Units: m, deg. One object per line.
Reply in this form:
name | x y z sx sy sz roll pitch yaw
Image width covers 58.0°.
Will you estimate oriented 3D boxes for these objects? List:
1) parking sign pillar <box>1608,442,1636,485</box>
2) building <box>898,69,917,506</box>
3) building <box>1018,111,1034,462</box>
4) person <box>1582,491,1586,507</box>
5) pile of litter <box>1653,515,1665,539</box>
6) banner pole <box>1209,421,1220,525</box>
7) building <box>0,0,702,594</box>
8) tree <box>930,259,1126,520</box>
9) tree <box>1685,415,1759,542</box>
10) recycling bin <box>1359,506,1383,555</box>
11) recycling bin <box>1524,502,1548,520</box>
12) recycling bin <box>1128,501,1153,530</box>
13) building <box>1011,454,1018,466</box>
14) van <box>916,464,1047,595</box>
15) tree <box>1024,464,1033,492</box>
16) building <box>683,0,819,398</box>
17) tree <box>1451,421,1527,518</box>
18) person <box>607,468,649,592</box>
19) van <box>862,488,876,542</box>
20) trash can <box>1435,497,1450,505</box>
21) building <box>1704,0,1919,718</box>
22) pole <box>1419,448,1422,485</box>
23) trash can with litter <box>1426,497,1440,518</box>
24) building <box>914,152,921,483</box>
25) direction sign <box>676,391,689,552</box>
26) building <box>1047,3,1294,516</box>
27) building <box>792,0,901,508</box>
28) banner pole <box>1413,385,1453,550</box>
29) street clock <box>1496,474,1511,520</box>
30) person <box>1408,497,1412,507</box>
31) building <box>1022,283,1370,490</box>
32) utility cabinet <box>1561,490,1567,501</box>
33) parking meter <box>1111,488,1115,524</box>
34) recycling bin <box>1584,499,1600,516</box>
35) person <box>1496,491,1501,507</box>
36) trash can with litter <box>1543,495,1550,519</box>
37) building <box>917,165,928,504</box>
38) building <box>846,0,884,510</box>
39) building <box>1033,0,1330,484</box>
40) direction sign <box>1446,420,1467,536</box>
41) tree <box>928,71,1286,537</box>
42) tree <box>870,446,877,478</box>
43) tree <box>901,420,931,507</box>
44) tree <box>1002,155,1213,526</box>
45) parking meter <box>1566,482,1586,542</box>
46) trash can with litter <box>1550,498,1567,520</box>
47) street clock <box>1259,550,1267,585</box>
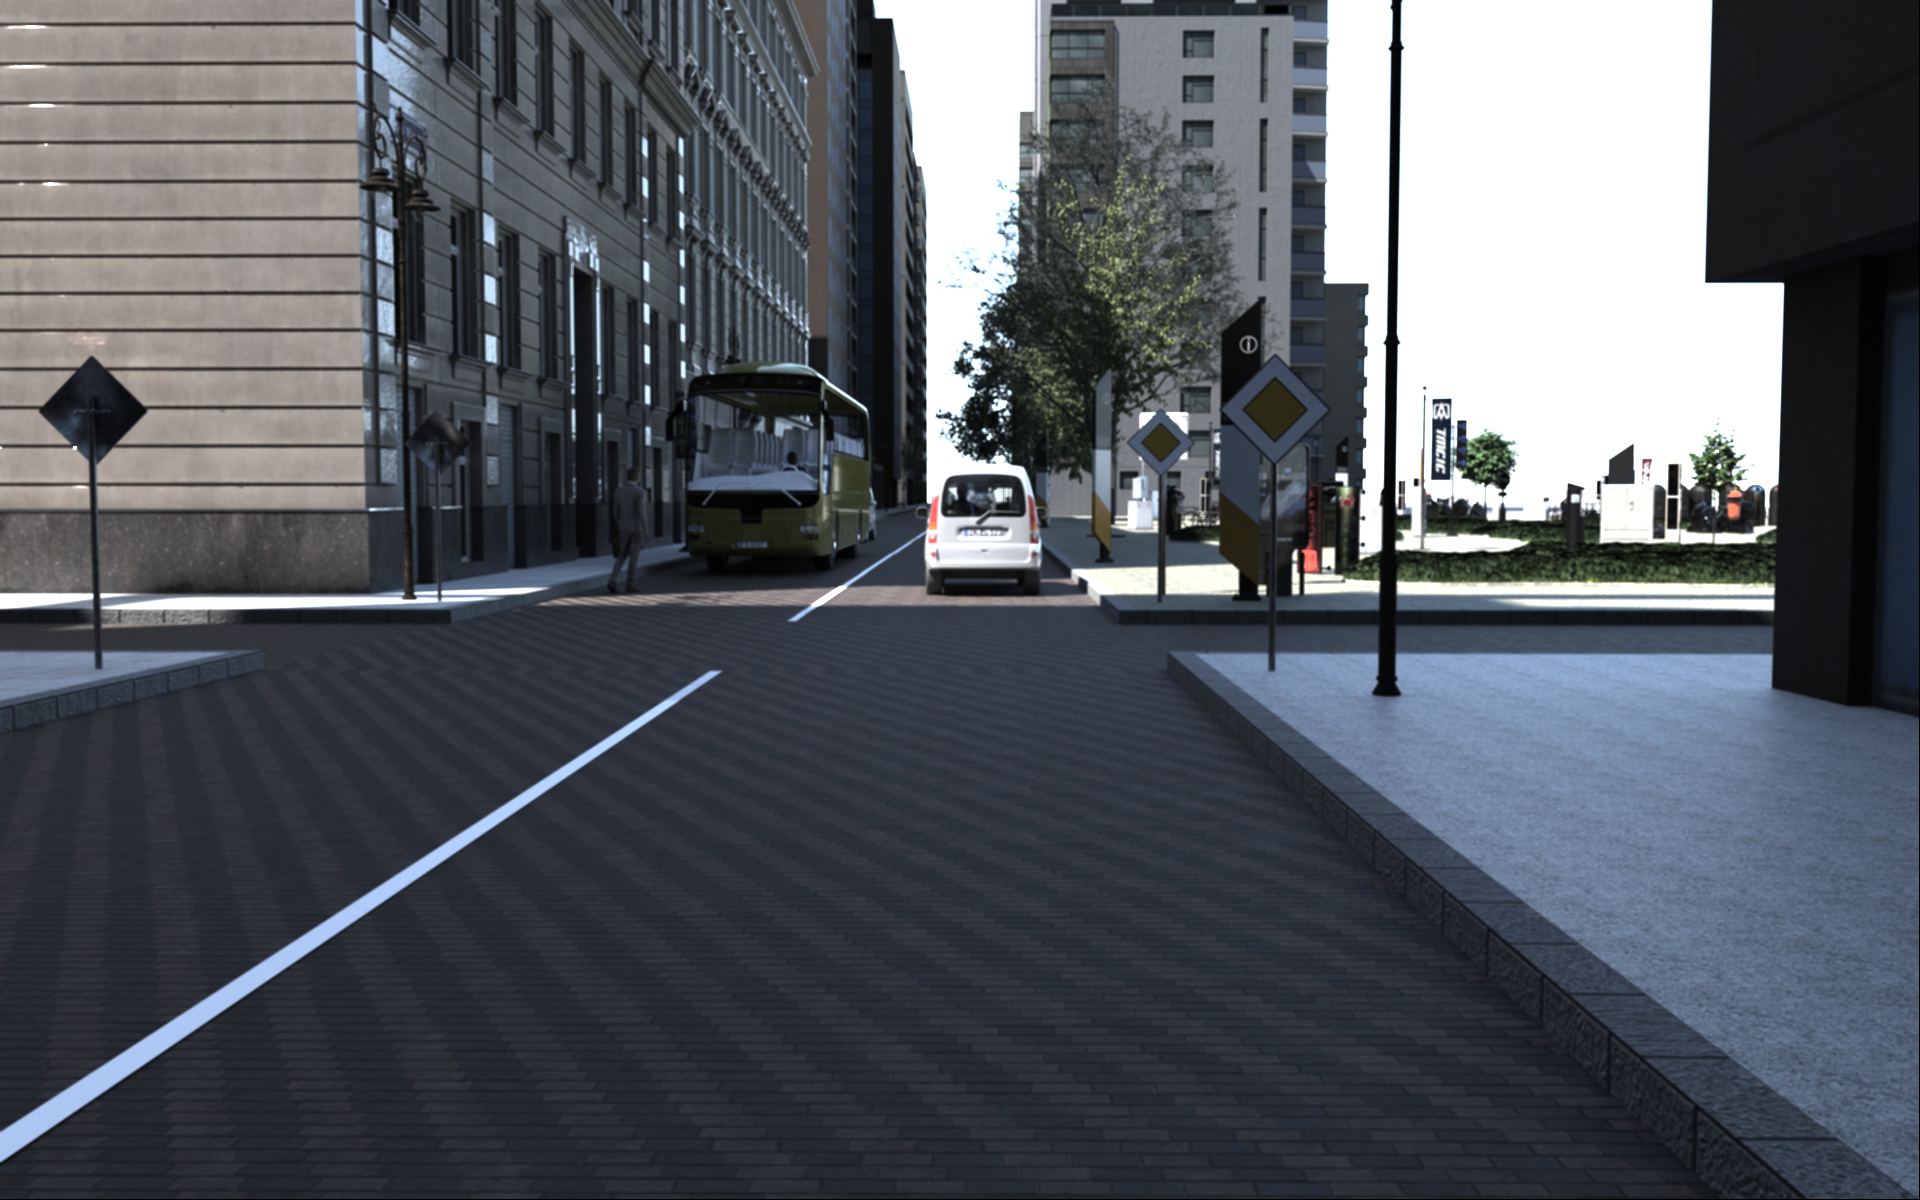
parking sign pillar | 34.638 -6.251 90.684 1.447 3.967 1.447 3 4 37
building | -16.153 -34.670 190.553 21.300 48.544 21.600 0 4 1
building | 13.279 -30.847 187.947 14.154 41.232 14.086 0 4 1
person | 63.517 -10.235 176.505 0.621 1.740 0.551 0 4 -2
pile of litter | 19.992 -2.220 50.256 1.176 0.858 1.719 -2 4 -31
banner pole | 8.646 -4.208 58.824 0.401 3.779 0.863 -2 4 -31
building | -13.025 -14.449 33.498 12.463 27.353 25.104 0 4 1
tree | 3.696 -10.223 84.158 9.611 12.733 9.660 0 3 0
tree | 18.564 -2.914 42.245 1.663 3.219 1.824 0 3 0
recycling bin | 8.652 -1.497 37.029 0.722 1.027 0.722 1 4 9
recycling bin | 19.417 -2.804 58.396 0.722 1.027 0.722 2 4 24
recycling bin | 6.527 -3.059 62.565 0.722 1.027 0.722 -1 4 -15
building | 20.264 -22.316 209.912 27.650 21.520 28.899 0 4 1
van | 0.330 -1.163 26.023 2.013 2.044 4.112 0 3 0
tree | 3.985 -6.930 107.900 1.663 3.219 1.824 0 3 0
building | -15.824 -17.835 68.014 17.030 29.872 44.131 0 4 1
tree | 23.578 -5.725 77.315 4.285 4.588 4.351 0 3 0
person | -4.820 -1.023 25.348 0.709 1.813 0.853 1 4 22
van | -3.521 -2.814 53.028 2.013 2.044 4.112 0 4 2
trash can | 23.467 -4.438 84.208 0.748 1.137 0.748 0 3 0
building | 11.838 -21.603 3.316 14.600 45.320 14.200 0 4 1
pole | 20.580 -5.102 77.257 0.158 3.312 0.155 0 3 0
trash can with litter | 19.139 -3.538 69.241 1.055 1.170 0.624 1 4 16
building | -16.214 -34.381 216.752 22.147 44.769 28.867 0 4 1
direction sign | -6.076 -2.843 38.476 0.379 3.537 0.876 1 4 19
building | 12.266 -20.461 106.233 14.160 30.474 14.107 0 4 1
building | -12.726 -31.276 161.469 14.600 45.320 14.200 0 4 1
banner pole | 10.871 -3.042 39.750 0.863 3.779 0.401 2 4 26
street clock | 19.357 -3.498 61.764 0.471 2.002 0.358 -1 4 -11
person | 45.631 -9.952 174.441 0.991 1.433 0.599 0 4 -4
building | 19.765 -19.038 156.317 27.650 21.520 28.899 0 4 1
utility cabinet | 33.521 -5.273 94.894 0.318 1.500 1.173 -2 4 -29
parking meter | 6.369 -3.968 73.291 0.372 1.533 0.369 0 3 0
recycling bin | 30.186 -4.280 82.525 0.722 1.027 0.722 0 4 5
person | 54.118 -10.081 174.037 1.217 1.735 0.721 3 5 40
trash can with litter | 30.036 -4.731 88.416 1.678 1.210 2.233 -1 4 -13
building | -15.554 -37.859 242.695 21.300 48.544 21.600 0 4 1
building | -16.895 -43.121 143.282 20.563 71.187 20.611 0 4 1
building | 15.867 -35.746 126.452 21.231 58.520 28.212 0 4 1
direction sign | 14.984 -3.709 52.640 0.876 3.537 0.379 -1 4 -12
tree | 4.243 -8.627 51.418 12.009 13.543 11.850 0 3 0
tree | -6.048 -6.700 93.261 4.285 4.588 4.351 0 3 0
tree | -5.165 -13.604 172.782 4.360 8.622 3.978 0 3 0
tree | 3.402 -5.408 38.777 4.737 8.622 4.395 0 3 0
parking meter | 12.995 -1.722 36.567 0.372 1.533 0.369 0 3 0
trash can with litter | 28.694 -4.358 82.633 1.055 1.170 0.624 3 5 43
street clock | 4.322 -1.213 24.407 0.358 2.002 0.471 -1 4 -18
